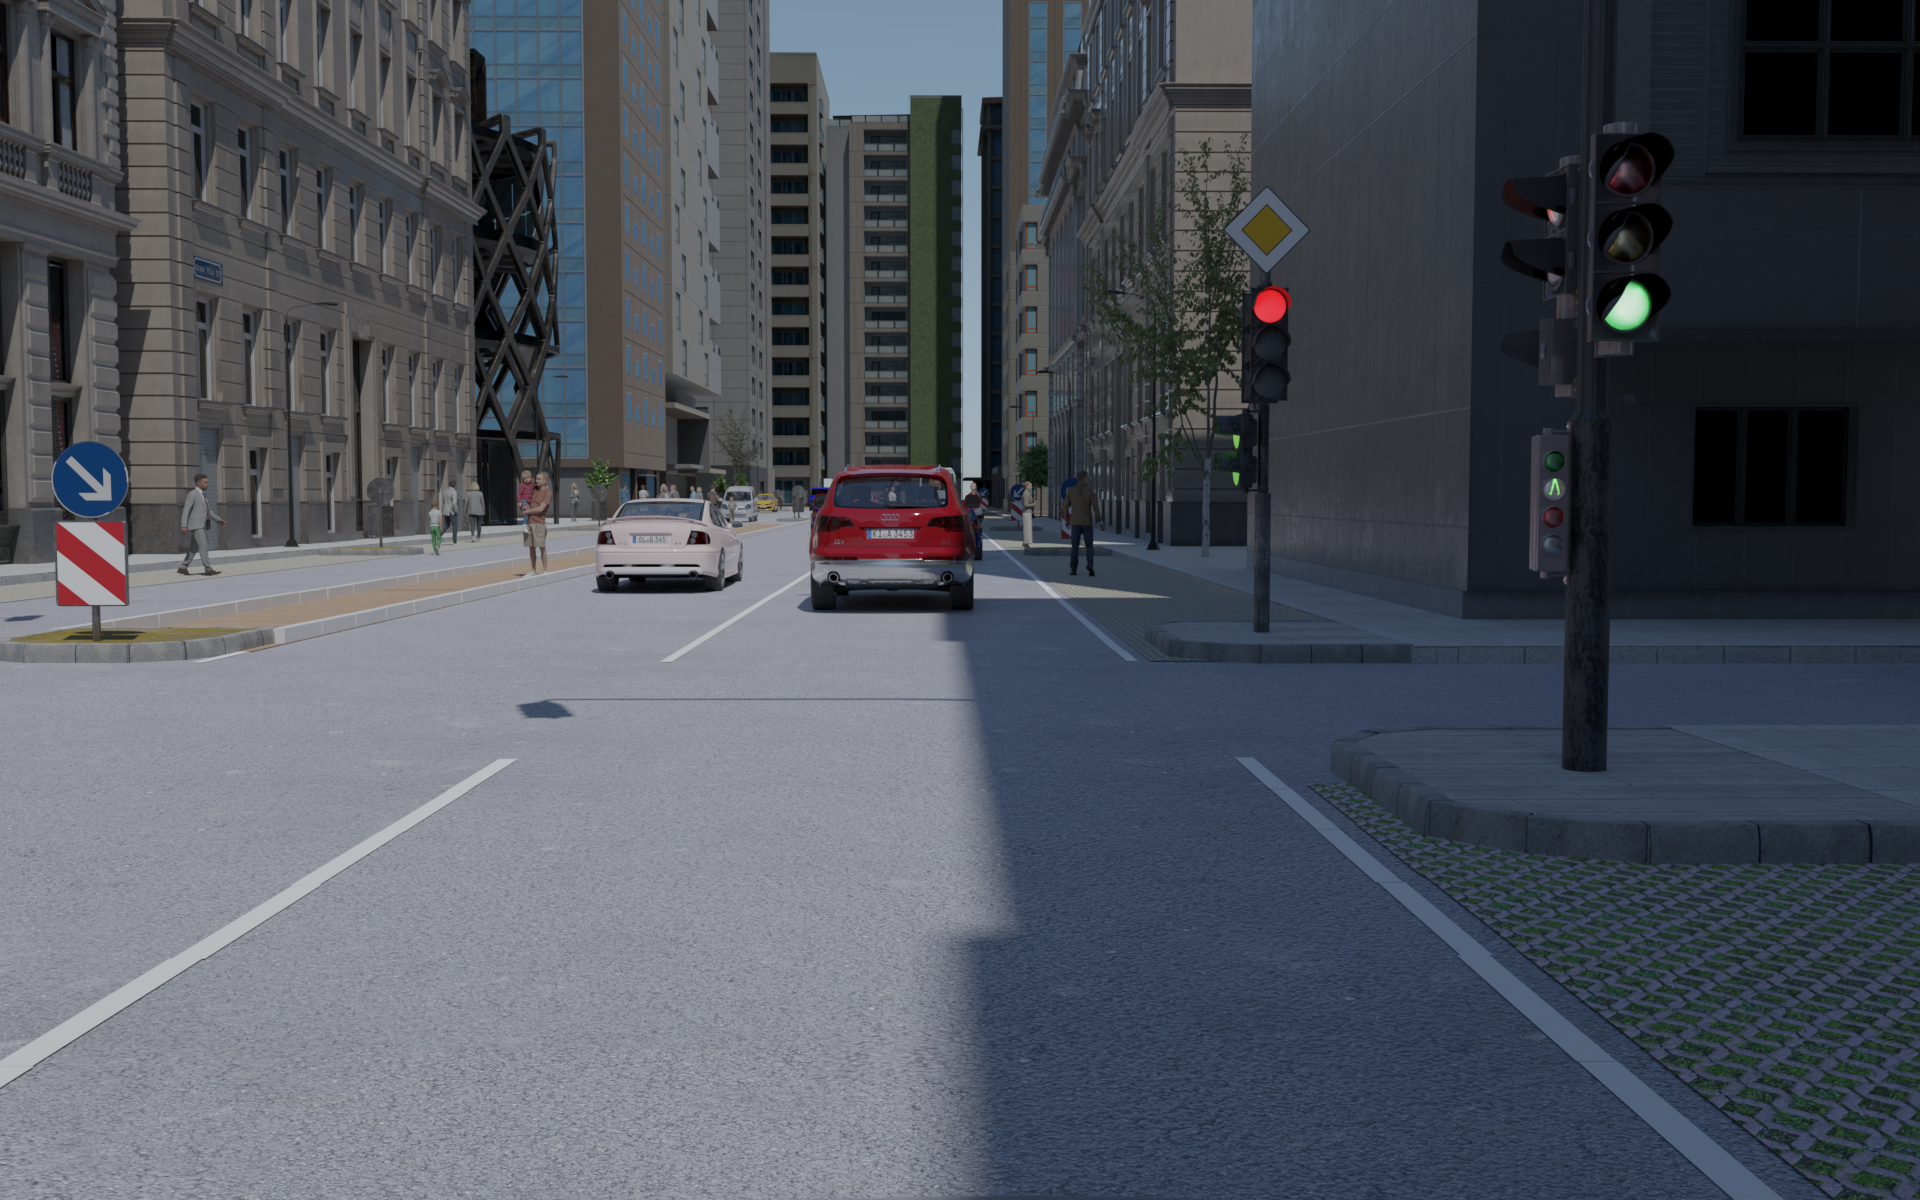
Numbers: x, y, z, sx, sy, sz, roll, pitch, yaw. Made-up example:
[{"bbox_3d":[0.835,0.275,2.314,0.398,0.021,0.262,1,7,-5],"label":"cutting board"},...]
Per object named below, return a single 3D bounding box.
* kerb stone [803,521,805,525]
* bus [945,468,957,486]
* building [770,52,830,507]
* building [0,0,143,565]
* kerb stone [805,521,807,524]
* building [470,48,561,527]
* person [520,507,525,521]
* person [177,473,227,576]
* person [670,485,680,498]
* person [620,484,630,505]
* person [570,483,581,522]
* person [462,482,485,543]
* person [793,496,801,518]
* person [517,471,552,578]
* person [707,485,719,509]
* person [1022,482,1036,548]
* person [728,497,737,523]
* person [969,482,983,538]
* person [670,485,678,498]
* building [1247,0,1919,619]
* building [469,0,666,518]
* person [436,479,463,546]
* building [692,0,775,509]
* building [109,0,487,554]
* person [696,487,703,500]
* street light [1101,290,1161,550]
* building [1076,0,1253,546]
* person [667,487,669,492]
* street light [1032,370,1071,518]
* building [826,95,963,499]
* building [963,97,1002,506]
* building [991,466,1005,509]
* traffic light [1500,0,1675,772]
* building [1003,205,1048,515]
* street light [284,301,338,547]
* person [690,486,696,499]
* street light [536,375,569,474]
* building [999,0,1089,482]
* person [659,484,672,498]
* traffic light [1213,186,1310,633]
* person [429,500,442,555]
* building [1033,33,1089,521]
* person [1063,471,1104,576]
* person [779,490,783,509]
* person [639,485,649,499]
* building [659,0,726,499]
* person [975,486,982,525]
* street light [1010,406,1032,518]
[{"bbox_3d":[-7.328,-3.508,79.557,0.120,0.150,1.000,0,4,-1],"label":"kerb stone"},{"bbox_3d":[-1.651,-8.188,128.733,2.948,3.499,13.247,0,4,-1],"label":"bus"},{"bbox_3d":[-24.876,-34.237,183.482,21.600,48.544,21.300,0,4,-1],"label":"building"},{"bbox_3d":[-21.660,-12.017,25.355,11.050,23.489,19.941,0,4,-1],"label":"building"},{"bbox_3d":[-7.336,-3.568,80.586,0.120,0.150,1.000,0,4,-1],"label":"kerb stone"},{"bbox_3d":[-24.931,-12.335,69.125,16.820,18.784,16.811,0,4,-1],"label":"building"},{"bbox_3d":[-20.175,-4.538,80.484,0.529,1.795,0.600,-3,5,-41],"label":"person"},{"bbox_3d":[-13.261,-1.308,30.167,0.850,1.792,0.678,0,4,1],"label":"person"},{"bbox_3d":[-13.037,-4.315,79.150,0.679,1.850,0.850,3,5,41],"label":"person"},{"bbox_3d":[-17.221,-5.067,88.918,0.581,1.822,0.654,1,4,14],"label":"person"},{"bbox_3d":[-17.857,-4.545,80.532,0.537,1.800,0.526,-2,4,-29],"label":"person"},{"bbox_3d":[-14.355,-2.588,50.994,0.709,1.800,0.728,-1,4,-12],"label":"person"},{"bbox_3d":[-9.736,-5.734,103.724,0.593,1.643,0.415,0,4,3],"label":"person"},{"bbox_3d":[-7.255,-1.287,29.510,0.580,1.828,0.573,-1,4,-22],"label":"person"},{"bbox_3d":[-10.458,-3.965,73.297,0.622,1.834,0.822,2,4,25],"label":"person"},{"bbox_3d":[1.798,-2.213,45.237,0.362,1.759,0.519,0,4,-3],"label":"person"},{"bbox_3d":[-11.140,-4.404,84.783,0.475,1.303,0.640,0,4,-3],"label":"person"},{"bbox_3d":[0.398,-2.580,51.112,0.576,1.772,0.534,1,4,23],"label":"person"},{"bbox_3d":[-10.939,-3.480,65.796,0.834,1.777,0.661,-1,4,-19],"label":"person"},{"bbox_3d":[19.974,-12.442,22.492,30.058,24.678,14.314,0,4,-1],"label":"building"},{"bbox_3d":[-24.745,-27.351,97.298,14.600,45.320,14.200,0,4,-1],"label":"building"},{"bbox_3d":[-14.068,-2.402,47.618,0.661,1.843,0.795,3,5,42],"label":"person"},{"bbox_3d":[-28.182,-43.903,156.068,20.611,71.187,20.563,0,4,-1],"label":"building"},{"bbox_3d":[-22.384,-15.334,47.977,12.463,27.353,25.104,0,4,-1],"label":"building"},{"bbox_3d":[-13.706,-5.010,90.594,0.709,1.800,0.728,3,4,37],"label":"person"},{"bbox_3d":[3.888,-4.095,39.501,1.470,5.913,1.316,0,4,-1],"label":"street light"},{"bbox_3d":[10.637,-15.692,53.828,12.463,27.353,25.104,0,4,-1],"label":"building"},{"bbox_3d":[-14.967,-4.900,88.962,0.623,1.781,0.721,1,4,20],"label":"person"},{"bbox_3d":[3.583,-5.658,65.051,1.470,5.913,1.316,0,4,-1],"label":"street light"},{"bbox_3d":[-6.768,-30.430,181.120,14.086,41.232,14.154,0,4,-1],"label":"building"},{"bbox_3d":[14.801,-32.503,186.044,28.867,44.769,22.147,0,4,-1],"label":"building"},{"bbox_3d":[13.445,-43.884,155.759,20.563,71.187,20.611,0,4,-1],"label":"building"},{"bbox_3d":[0.797,-2.028,7.825,4.771,5.953,1.251,0,4,-1],"label":"traffic light"},{"bbox_3d":[17.339,-16.716,118.345,27.650,21.520,28.899,0,4,-1],"label":"building"},{"bbox_3d":[-15.622,-4.231,41.712,1.470,5.913,1.316,0,4,-1],"label":"street light"},{"bbox_3d":[-13.083,-4.703,85.260,0.748,1.841,0.638,0,4,6],"label":"person"},{"bbox_3d":[-15.921,-5.808,67.503,1.470,5.913,1.316,0,4,-1],"label":"street light"},{"bbox_3d":[10.551,-29.904,139.040,14.600,45.320,14.200,0,4,-1],"label":"building"},{"bbox_3d":[-10.682,-3.323,63.014,0.537,1.800,0.526,-2,4,-34],"label":"person"},{"bbox_3d":[2.782,-1.655,15.978,0.839,4.253,0.868,0,4,-1],"label":"traffic light"},{"bbox_3d":[-12.266,-1.698,40.504,0.306,1.304,0.590,-1,4,-13],"label":"person"},{"bbox_3d":[10.608,-14.492,78.740,13.314,21.916,24.055,0,4,-1],"label":"building"},{"bbox_3d":[2.157,-1.330,30.154,0.656,1.842,0.836,-1,4,-17],"label":"person"},{"bbox_3d":[-15.884,-8.894,153.930,0.705,1.823,1.348,0,4,-7],"label":"person"},{"bbox_3d":[-16.544,-5.144,90.709,0.480,1.755,0.524,0,4,-6],"label":"person"},{"bbox_3d":[-31.151,-32.328,117.797,28.713,52.752,27.495,0,4,-1],"label":"building"},{"bbox_3d":[0.730,-4.273,78.330,0.822,1.834,0.622,-2,4,-31],"label":"person"},{"bbox_3d":[3.300,-7.254,91.138,1.470,5.913,1.316,0,4,-1],"label":"street light"}]
